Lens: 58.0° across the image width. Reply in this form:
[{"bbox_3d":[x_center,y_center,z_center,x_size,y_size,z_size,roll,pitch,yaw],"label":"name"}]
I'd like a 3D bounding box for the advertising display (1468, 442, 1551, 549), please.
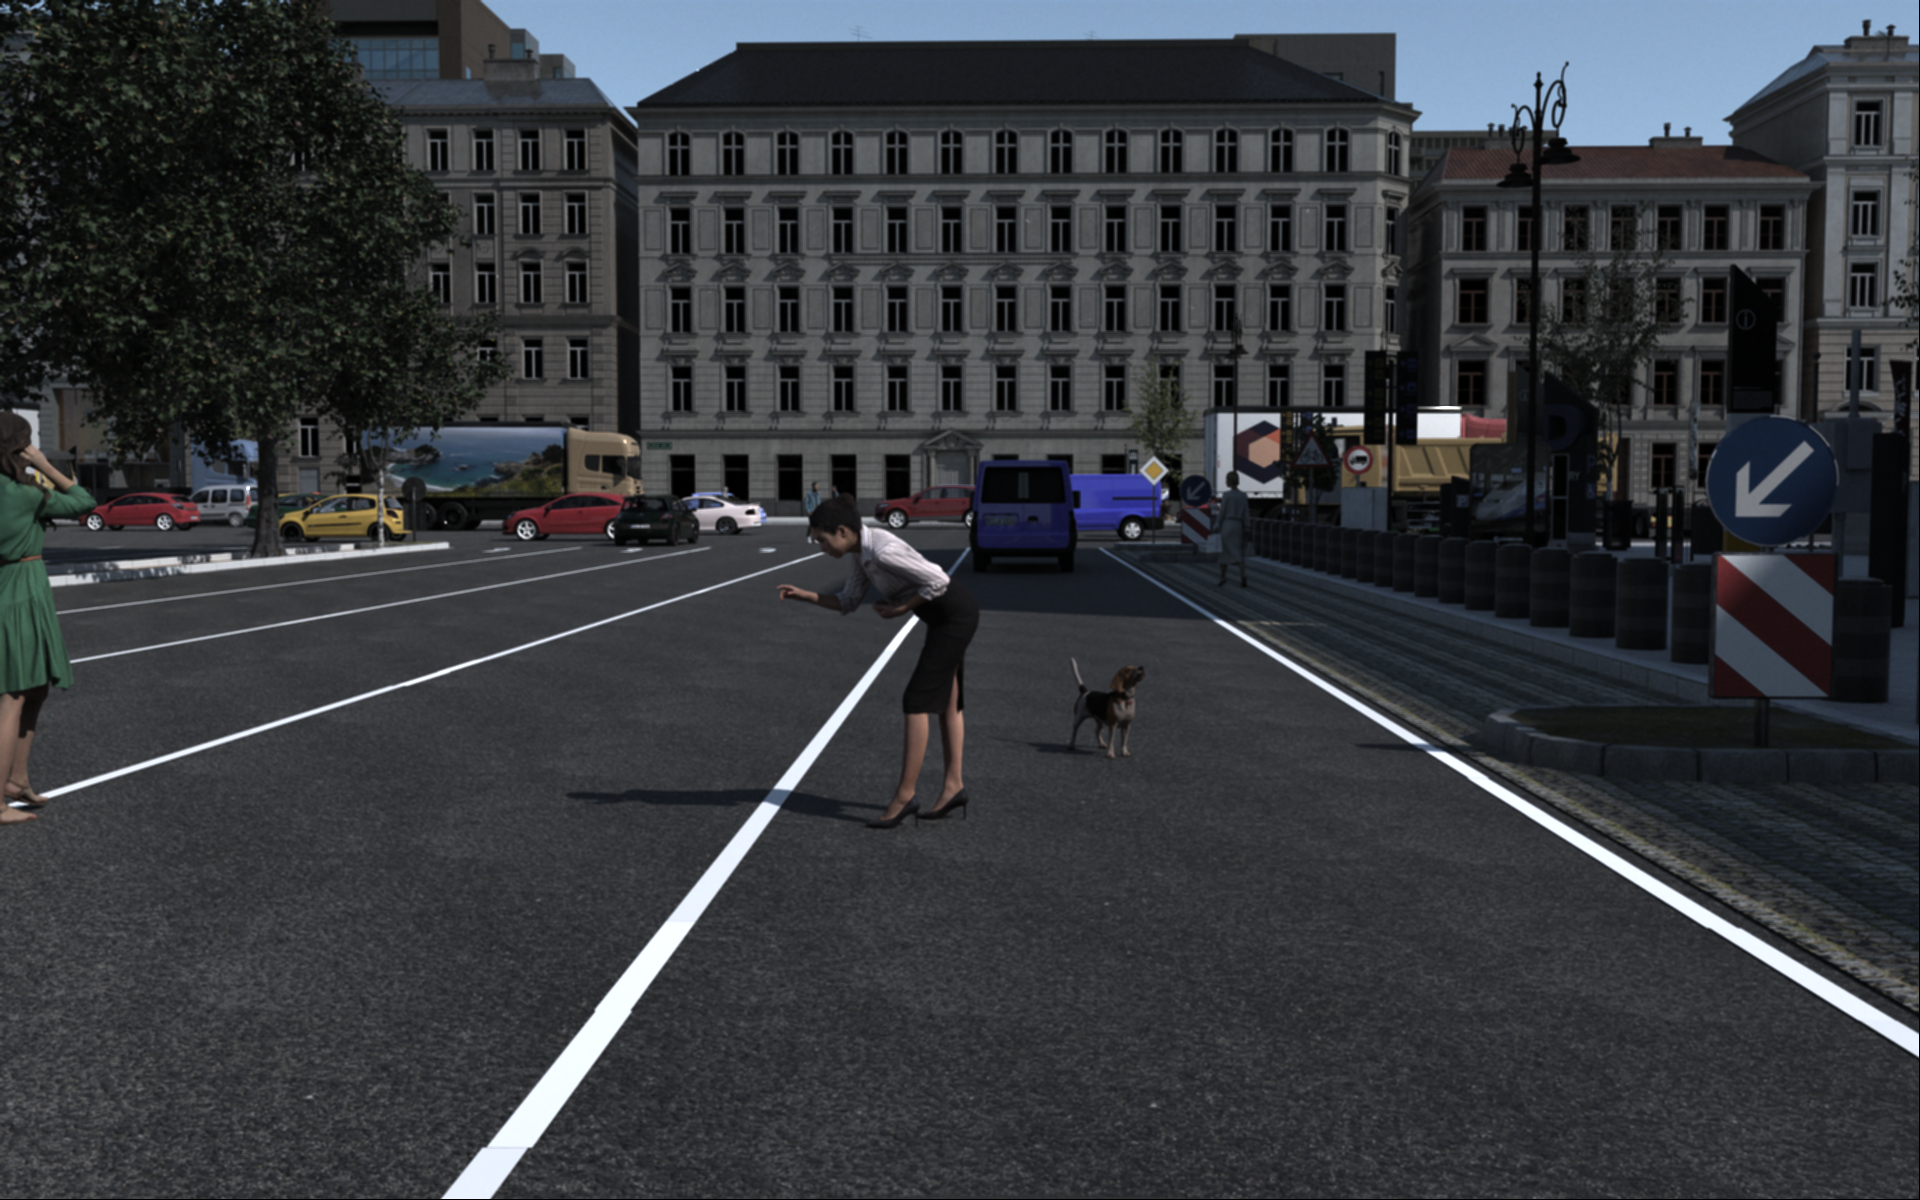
[{"bbox_3d":[6.935,-1.020,21.887,0.974,1.923,0.123,2,4,24],"label":"advertising display"}]

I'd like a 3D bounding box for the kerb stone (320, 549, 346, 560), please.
[{"bbox_3d":[-13.779,-0.967,38.001,0.120,0.150,1.000,0,4,2],"label":"kerb stone"}]

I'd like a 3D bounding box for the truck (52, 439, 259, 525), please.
[{"bbox_3d":[-40.482,-5.495,79.599,18.799,4.110,2.967,0,4,1],"label":"truck"}]

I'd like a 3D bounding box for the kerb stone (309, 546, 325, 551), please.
[{"bbox_3d":[-15.761,-1.220,42.145,0.120,0.150,1.000,0,4,2],"label":"kerb stone"}]

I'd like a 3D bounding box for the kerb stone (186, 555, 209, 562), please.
[{"bbox_3d":[-15.936,-0.842,35.967,0.120,0.150,1.000,0,4,2],"label":"kerb stone"}]

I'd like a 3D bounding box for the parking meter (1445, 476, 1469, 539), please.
[{"bbox_3d":[6.890,-0.932,23.649,0.372,1.533,0.369,0,3,0],"label":"parking meter"}]

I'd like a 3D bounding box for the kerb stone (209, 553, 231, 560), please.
[{"bbox_3d":[-15.902,-0.900,36.994,0.120,0.150,1.000,0,4,2],"label":"kerb stone"}]

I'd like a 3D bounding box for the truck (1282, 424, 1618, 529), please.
[{"bbox_3d":[13.299,-3.256,49.160,9.791,3.379,3.469,0,4,2],"label":"truck"}]

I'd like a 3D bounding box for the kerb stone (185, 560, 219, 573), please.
[{"bbox_3d":[-13.954,-0.590,31.834,0.120,0.150,1.000,0,4,2],"label":"kerb stone"}]

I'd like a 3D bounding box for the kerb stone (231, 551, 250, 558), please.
[{"bbox_3d":[-15.873,-0.968,38.026,0.120,0.150,1.000,0,4,2],"label":"kerb stone"}]

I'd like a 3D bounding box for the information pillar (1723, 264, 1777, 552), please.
[{"bbox_3d":[8.082,-1.615,17.761,0.504,3.616,0.183,0,4,-5],"label":"information pillar"}]

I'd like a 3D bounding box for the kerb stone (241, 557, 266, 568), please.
[{"bbox_3d":[-13.899,-0.715,33.892,0.120,0.150,1.000,0,4,2],"label":"kerb stone"}]

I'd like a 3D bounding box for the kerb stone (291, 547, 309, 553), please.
[{"bbox_3d":[-15.786,-1.155,41.107,0.120,0.150,1.000,0,4,2],"label":"kerb stone"}]

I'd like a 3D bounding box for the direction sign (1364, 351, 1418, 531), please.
[{"bbox_3d":[6.823,-2.170,27.477,0.876,3.537,0.379,-1,4,-9],"label":"direction sign"}]

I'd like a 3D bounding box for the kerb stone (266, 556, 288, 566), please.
[{"bbox_3d":[-13.868,-0.778,34.919,0.120,0.150,1.000,0,4,2],"label":"kerb stone"}]

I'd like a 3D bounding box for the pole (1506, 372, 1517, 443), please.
[{"bbox_3d":[9.199,-2.147,28.955,0.158,3.312,0.155,0,3,0],"label":"pole"}]

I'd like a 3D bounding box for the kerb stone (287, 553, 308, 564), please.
[{"bbox_3d":[-13.840,-0.841,35.946,0.120,0.150,1.000,0,4,2],"label":"kerb stone"}]

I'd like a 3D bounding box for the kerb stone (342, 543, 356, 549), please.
[{"bbox_3d":[-15.702,-1.344,44.209,0.120,0.150,1.000,0,4,2],"label":"kerb stone"}]

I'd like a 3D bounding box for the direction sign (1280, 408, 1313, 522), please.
[{"bbox_3d":[8.819,-3.268,45.424,0.876,3.537,0.379,0,4,-7],"label":"direction sign"}]

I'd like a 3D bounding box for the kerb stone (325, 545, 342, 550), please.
[{"bbox_3d":[-15.717,-1.283,43.172,0.120,0.150,1.000,0,4,2],"label":"kerb stone"}]

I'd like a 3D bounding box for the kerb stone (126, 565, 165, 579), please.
[{"bbox_3d":[-14.014,-0.461,29.772,0.120,0.150,1.000,0,4,2],"label":"kerb stone"}]

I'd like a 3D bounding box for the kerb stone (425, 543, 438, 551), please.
[{"bbox_3d":[-13.598,-1.344,44.172,0.120,0.150,1.000,0,4,2],"label":"kerb stone"}]

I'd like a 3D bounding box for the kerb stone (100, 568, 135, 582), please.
[{"bbox_3d":[-14.052,-0.400,28.740,0.120,0.150,1.000,0,4,2],"label":"kerb stone"}]

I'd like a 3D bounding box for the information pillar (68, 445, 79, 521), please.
[{"bbox_3d":[-42.319,-5.578,82.549,0.504,3.616,0.183,-1,4,-23],"label":"information pillar"}]

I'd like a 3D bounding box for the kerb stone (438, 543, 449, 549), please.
[{"bbox_3d":[-13.561,-1.407,45.205,0.120,0.150,1.000,0,4,2],"label":"kerb stone"}]

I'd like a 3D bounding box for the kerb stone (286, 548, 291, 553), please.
[{"bbox_3d":[-15.819,-1.093,40.080,0.120,0.150,1.000,0,4,2],"label":"kerb stone"}]

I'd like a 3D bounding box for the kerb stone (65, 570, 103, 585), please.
[{"bbox_3d":[-14.074,-0.337,27.707,0.120,0.150,1.000,0,4,2],"label":"kerb stone"}]

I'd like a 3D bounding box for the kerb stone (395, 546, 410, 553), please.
[{"bbox_3d":[-13.667,-1.216,42.117,0.120,0.150,1.000,0,4,2],"label":"kerb stone"}]

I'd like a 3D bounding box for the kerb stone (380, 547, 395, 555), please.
[{"bbox_3d":[-13.694,-1.156,41.090,0.120,0.150,1.000,0,4,2],"label":"kerb stone"}]

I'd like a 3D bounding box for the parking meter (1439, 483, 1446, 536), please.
[{"bbox_3d":[11.644,-2.015,41.352,0.372,1.533,0.369,0,3,0],"label":"parking meter"}]

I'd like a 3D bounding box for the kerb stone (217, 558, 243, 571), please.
[{"bbox_3d":[-13.928,-0.652,32.864,0.120,0.150,1.000,0,4,2],"label":"kerb stone"}]

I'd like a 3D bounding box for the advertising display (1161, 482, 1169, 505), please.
[{"bbox_3d":[10.839,-5.322,92.222,0.123,1.923,0.974,3,4,39],"label":"advertising display"}]

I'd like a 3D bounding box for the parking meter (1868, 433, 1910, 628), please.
[{"bbox_3d":[8.970,-0.674,16.727,0.255,1.863,0.399,3,5,42],"label":"parking meter"}]

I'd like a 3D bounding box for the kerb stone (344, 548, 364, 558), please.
[{"bbox_3d":[-13.745,-1.030,39.028,0.120,0.150,1.000,0,4,2],"label":"kerb stone"}]

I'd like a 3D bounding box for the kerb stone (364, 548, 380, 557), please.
[{"bbox_3d":[-13.711,-1.085,40.062,0.120,0.150,1.000,0,4,2],"label":"kerb stone"}]

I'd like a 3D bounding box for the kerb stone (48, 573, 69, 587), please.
[{"bbox_3d":[-14.102,-0.274,26.679,0.120,0.150,1.000,0,4,2],"label":"kerb stone"}]

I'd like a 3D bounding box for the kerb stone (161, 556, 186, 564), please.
[{"bbox_3d":[-15.970,-0.779,34.940,0.120,0.150,1.000,0,4,2],"label":"kerb stone"}]

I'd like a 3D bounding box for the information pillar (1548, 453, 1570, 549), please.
[{"bbox_3d":[10.873,-1.649,31.458,0.304,2.012,0.304,1,4,11],"label":"information pillar"}]

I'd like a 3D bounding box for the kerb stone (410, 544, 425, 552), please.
[{"bbox_3d":[-13.628,-1.281,43.145,0.120,0.150,1.000,0,4,2],"label":"kerb stone"}]

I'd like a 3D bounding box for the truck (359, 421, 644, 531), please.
[{"bbox_3d":[-17.540,-4.833,67.939,11.283,4.237,2.839,0,3,0],"label":"truck"}]

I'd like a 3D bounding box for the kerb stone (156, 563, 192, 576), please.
[{"bbox_3d":[-13.993,-0.526,30.803,0.120,0.150,1.000,0,4,2],"label":"kerb stone"}]

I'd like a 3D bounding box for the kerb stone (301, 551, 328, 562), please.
[{"bbox_3d":[-13.809,-0.904,36.973,0.120,0.150,1.000,0,4,2],"label":"kerb stone"}]

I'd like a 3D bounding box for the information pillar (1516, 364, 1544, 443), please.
[{"bbox_3d":[10.249,-2.440,31.246,0.504,3.616,0.183,1,4,10],"label":"information pillar"}]

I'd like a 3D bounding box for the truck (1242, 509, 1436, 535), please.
[{"bbox_3d":[14.167,-4.046,62.072,9.791,3.379,3.469,0,4,3],"label":"truck"}]

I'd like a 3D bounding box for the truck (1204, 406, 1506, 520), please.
[{"bbox_3d":[13.711,-4.128,56.411,11.283,4.237,2.839,0,4,0],"label":"truck"}]

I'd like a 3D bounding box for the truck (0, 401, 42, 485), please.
[{"bbox_3d":[-33.895,-3.880,52.353,11.283,4.237,2.839,0,4,3],"label":"truck"}]

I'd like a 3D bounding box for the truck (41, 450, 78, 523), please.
[{"bbox_3d":[-42.962,-4.868,75.512,9.791,3.379,3.469,0,4,3],"label":"truck"}]

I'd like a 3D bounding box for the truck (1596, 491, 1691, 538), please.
[{"bbox_3d":[23.313,-4.558,64.282,2.967,4.110,18.799,0,4,1],"label":"truck"}]
